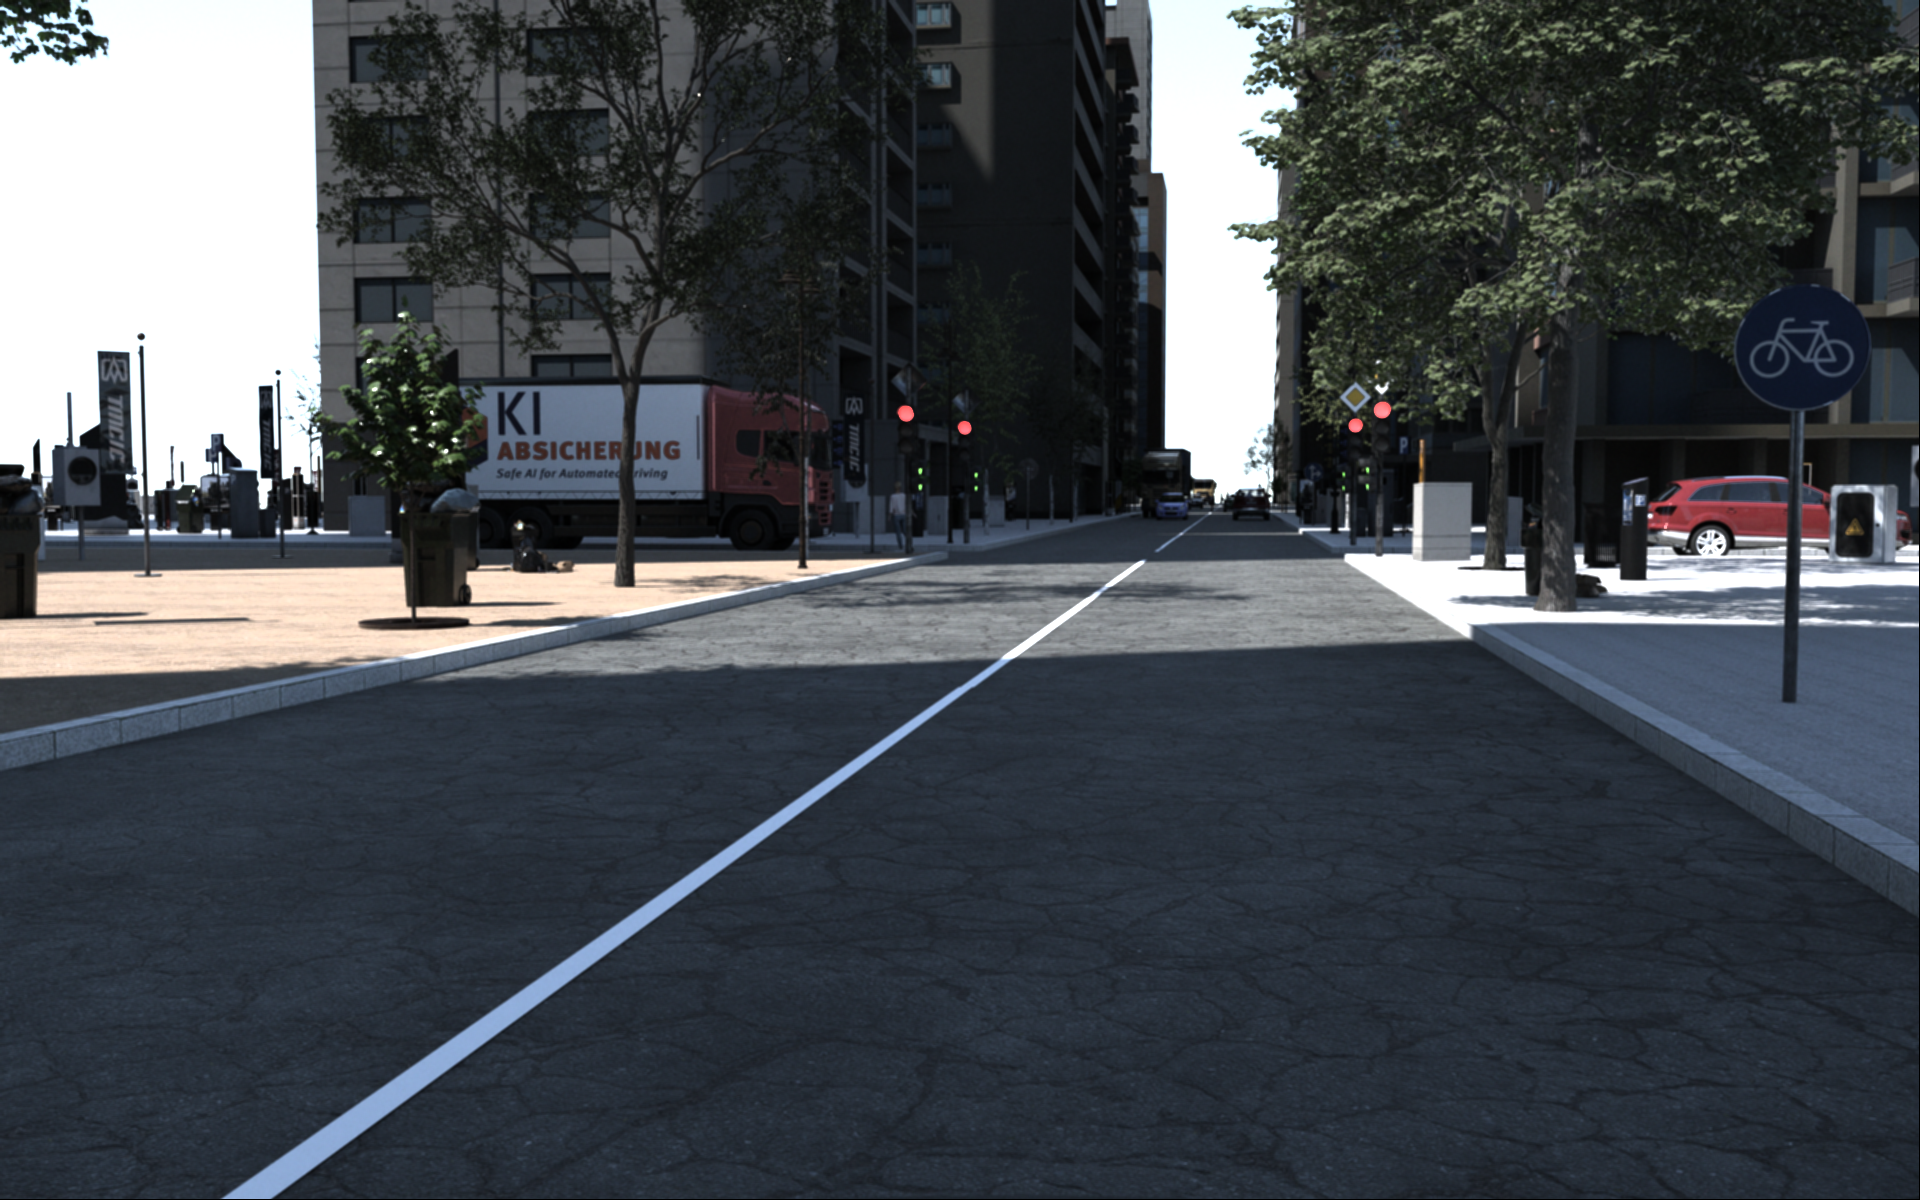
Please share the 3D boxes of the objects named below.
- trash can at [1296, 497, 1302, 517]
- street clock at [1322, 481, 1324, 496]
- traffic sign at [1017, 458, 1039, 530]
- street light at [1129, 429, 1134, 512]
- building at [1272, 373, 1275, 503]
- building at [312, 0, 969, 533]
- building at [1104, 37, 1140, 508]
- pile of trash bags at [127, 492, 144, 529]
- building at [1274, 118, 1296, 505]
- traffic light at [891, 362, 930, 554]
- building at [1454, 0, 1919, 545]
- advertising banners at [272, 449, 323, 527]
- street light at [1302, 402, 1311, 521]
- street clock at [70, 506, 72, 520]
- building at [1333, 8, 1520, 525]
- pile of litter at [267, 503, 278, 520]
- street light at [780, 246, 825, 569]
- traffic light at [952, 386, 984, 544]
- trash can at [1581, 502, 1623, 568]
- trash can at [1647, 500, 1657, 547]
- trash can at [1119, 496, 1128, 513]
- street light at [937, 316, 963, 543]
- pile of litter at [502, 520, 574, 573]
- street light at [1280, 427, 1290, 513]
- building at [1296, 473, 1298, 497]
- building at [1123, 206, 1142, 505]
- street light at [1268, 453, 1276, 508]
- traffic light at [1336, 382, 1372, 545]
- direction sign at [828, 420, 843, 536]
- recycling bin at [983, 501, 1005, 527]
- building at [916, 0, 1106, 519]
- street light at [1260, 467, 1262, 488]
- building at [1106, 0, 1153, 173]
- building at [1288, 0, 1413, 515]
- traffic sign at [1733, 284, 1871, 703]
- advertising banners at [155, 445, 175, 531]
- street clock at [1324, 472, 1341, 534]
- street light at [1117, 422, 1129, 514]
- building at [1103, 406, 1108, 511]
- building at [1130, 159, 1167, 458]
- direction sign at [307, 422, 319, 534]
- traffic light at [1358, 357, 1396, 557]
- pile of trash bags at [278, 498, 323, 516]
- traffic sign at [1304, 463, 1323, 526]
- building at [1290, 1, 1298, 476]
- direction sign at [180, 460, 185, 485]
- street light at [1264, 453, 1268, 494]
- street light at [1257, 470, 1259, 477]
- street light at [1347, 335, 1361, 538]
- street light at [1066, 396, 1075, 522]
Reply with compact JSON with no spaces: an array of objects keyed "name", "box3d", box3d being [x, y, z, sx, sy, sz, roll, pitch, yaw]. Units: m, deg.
[{"name":"trash can","box3d":[19.275,-5.269,97.803,0.748,1.137,0.748,0,3,0]},{"name":"street clock","box3d":[16.870,-4.601,79.801,0.358,2.002,0.471,0,4,7]},{"name":"traffic sign","box3d":[2.420,-3.774,61.805,0.768,2.556,0.104,1,4,11]},{"name":"street light","box3d":[11.828,-9.046,120.691,0.468,5.910,1.993,1,4,9]},{"name":"building","box3d":[57.293,-24.014,237.668,27.650,21.520,28.899,1,4,9]},{"name":"building","box3d":[-10.405,-38.416,66.360,20.563,71.187,20.611,1,4,9]},{"name":"building","box3d":[5.620,-31.278,166.015,22.147,44.769,28.867,1,4,9]},{"name":"pile of trash bags","box3d":[-31.409,-3.358,64.660,1.912,1.369,3.447,-1,4,-19]},{"name":"building","box3d":[49.732,-35.987,212.091,21.300,48.544,21.600,1,4,9]},{"name":"traffic light","box3d":[-1.074,-2.934,36.886,0.839,4.253,0.868,1,4,9]},{"name":"building","box3d":[30.135,-24.224,50.689,28.867,44.769,22.147,1,4,9]},{"name":"advertising banners","box3d":[-25.880,-4.353,67.359,0.090,3.025,2.074,3,5,41]},{"name":"street light","box3d":[16.643,-6.763,83.365,0.468,5.910,1.993,1,4,9]},{"name":"street clock","box3d":[-44.753,-5.056,87.238,0.471,2.002,0.358,-2,4,-35]},{"name":"building","box3d":[33.603,-23.608,77.865,32.217,40.220,23.993,1,4,9]},{"name":"pile of litter","box3d":[-33.863,-4.318,84.572,1.176,0.858,1.719,0,4,-5]},{"name":"street light","box3d":[-2.715,-3.481,29.703,0.468,5.910,1.993,1,4,9]},{"name":"traffic light","box3d":[0.186,-3.416,44.772,0.839,4.253,0.868,1,4,9]},{"name":"trash can","box3d":[11.262,-1.144,30.354,0.748,1.137,0.748,0,3,0]},{"name":"trash can","box3d":[16.596,-1.856,41.997,0.748,1.137,0.748,0,3,0]},{"name":"trash can","box3d":[10.993,-6.439,116.930,0.748,1.137,0.748,0,3,0]},{"name":"street light","box3d":[-0.256,-4.422,45.090,0.468,5.910,1.993,1,4,9]},{"name":"pile of litter","box3d":[-7.007,-0.907,28.797,1.176,0.858,1.719,-1,4,-16]},{"name":"street light","box3d":[23.358,-9.327,125.290,0.468,5.910,1.993,1,4,9]},{"name":"building","box3d":[37.225,-28.783,154.193,14.154,41.232,14.086,1,4,9]},{"name":"building","box3d":[9.670,-32.172,217.894,32.217,40.220,23.993,1,4,9]},{"name":"street light","box3d":[28.681,-11.347,158.304,0.468,5.910,1.993,1,4,9]},{"name":"traffic light","box3d":[9.828,-3.323,43.252,0.839,4.253,0.868,1,4,9]},{"name":"direction sign","box3d":[-4.012,-3.737,53.098,0.876,3.537,0.379,0,4,-4]},{"name":"recycling bin","box3d":[1.323,-3.383,67.860,0.722,1.027,0.722,-1,4,-13]},{"name":"building","box3d":[-3.162,-29.062,98.864,21.300,48.544,21.600,1,4,9]},{"name":"street light","box3d":[36.649,-14.396,208.155,0.468,5.910,1.993,1,4,9]},{"name":"building","box3d":[19.796,-49.902,254.145,20.563,71.187,20.611,1,4,9]},{"name":"building","box3d":[27.813,-27.884,106.019,14.600,45.320,14.200,1,4,9]},{"name":"traffic sign","box3d":[5.116,-0.642,10.606,0.768,2.556,0.104,1,4,13]},{"name":"advertising banners","box3d":[-28.045,-3.976,61.198,0.090,3.025,2.074,0,4,-6]},{"name":"street clock","box3d":[12.153,-3.154,56.144,0.358,2.002,0.471,2,4,31]},{"name":"street light","box3d":[10.357,-8.471,111.281,0.468,5.910,1.993,1,4,9]},{"name":"building","box3d":[0.969,-50.309,135.225,22.319,86.520,31.000,1,4,9]},{"name":"building","box3d":[20.871,-35.826,235.862,14.600,45.320,14.200,1,4,9]},{"name":"direction sign","box3d":[-20.607,-3.855,55.023,0.379,3.537,0.876,-1,4,-18]},{"name":"traffic light","box3d":[8.568,-2.841,35.367,0.839,4.253,0.868,1,4,9]},{"name":"pile of trash bags","box3d":[-44.575,-6.524,116.419,1.912,1.369,3.447,1,4,21]},{"name":"traffic sign","box3d":[14.323,-4.286,70.175,0.768,2.556,0.104,1,4,9]},{"name":"building","box3d":[47.816,-35.749,173.727,28.713,52.752,27.495,1,4,9]},{"name":"direction sign","box3d":[-52.344,-7.623,116.633,0.379,3.537,0.876,-1,4,-9]},{"name":"street light","box3d":[34.036,-13.407,191.991,0.468,5.910,1.993,1,4,9]},{"name":"street light","box3d":[41.967,-16.450,241.736,0.468,5.910,1.993,1,4,9]},{"name":"street light","box3d":[11.430,-4.743,50.333,0.468,5.910,1.993,1,4,9]},{"name":"street light","box3d":[5.032,-6.451,78.267,0.468,5.910,1.993,1,4,9]}]
